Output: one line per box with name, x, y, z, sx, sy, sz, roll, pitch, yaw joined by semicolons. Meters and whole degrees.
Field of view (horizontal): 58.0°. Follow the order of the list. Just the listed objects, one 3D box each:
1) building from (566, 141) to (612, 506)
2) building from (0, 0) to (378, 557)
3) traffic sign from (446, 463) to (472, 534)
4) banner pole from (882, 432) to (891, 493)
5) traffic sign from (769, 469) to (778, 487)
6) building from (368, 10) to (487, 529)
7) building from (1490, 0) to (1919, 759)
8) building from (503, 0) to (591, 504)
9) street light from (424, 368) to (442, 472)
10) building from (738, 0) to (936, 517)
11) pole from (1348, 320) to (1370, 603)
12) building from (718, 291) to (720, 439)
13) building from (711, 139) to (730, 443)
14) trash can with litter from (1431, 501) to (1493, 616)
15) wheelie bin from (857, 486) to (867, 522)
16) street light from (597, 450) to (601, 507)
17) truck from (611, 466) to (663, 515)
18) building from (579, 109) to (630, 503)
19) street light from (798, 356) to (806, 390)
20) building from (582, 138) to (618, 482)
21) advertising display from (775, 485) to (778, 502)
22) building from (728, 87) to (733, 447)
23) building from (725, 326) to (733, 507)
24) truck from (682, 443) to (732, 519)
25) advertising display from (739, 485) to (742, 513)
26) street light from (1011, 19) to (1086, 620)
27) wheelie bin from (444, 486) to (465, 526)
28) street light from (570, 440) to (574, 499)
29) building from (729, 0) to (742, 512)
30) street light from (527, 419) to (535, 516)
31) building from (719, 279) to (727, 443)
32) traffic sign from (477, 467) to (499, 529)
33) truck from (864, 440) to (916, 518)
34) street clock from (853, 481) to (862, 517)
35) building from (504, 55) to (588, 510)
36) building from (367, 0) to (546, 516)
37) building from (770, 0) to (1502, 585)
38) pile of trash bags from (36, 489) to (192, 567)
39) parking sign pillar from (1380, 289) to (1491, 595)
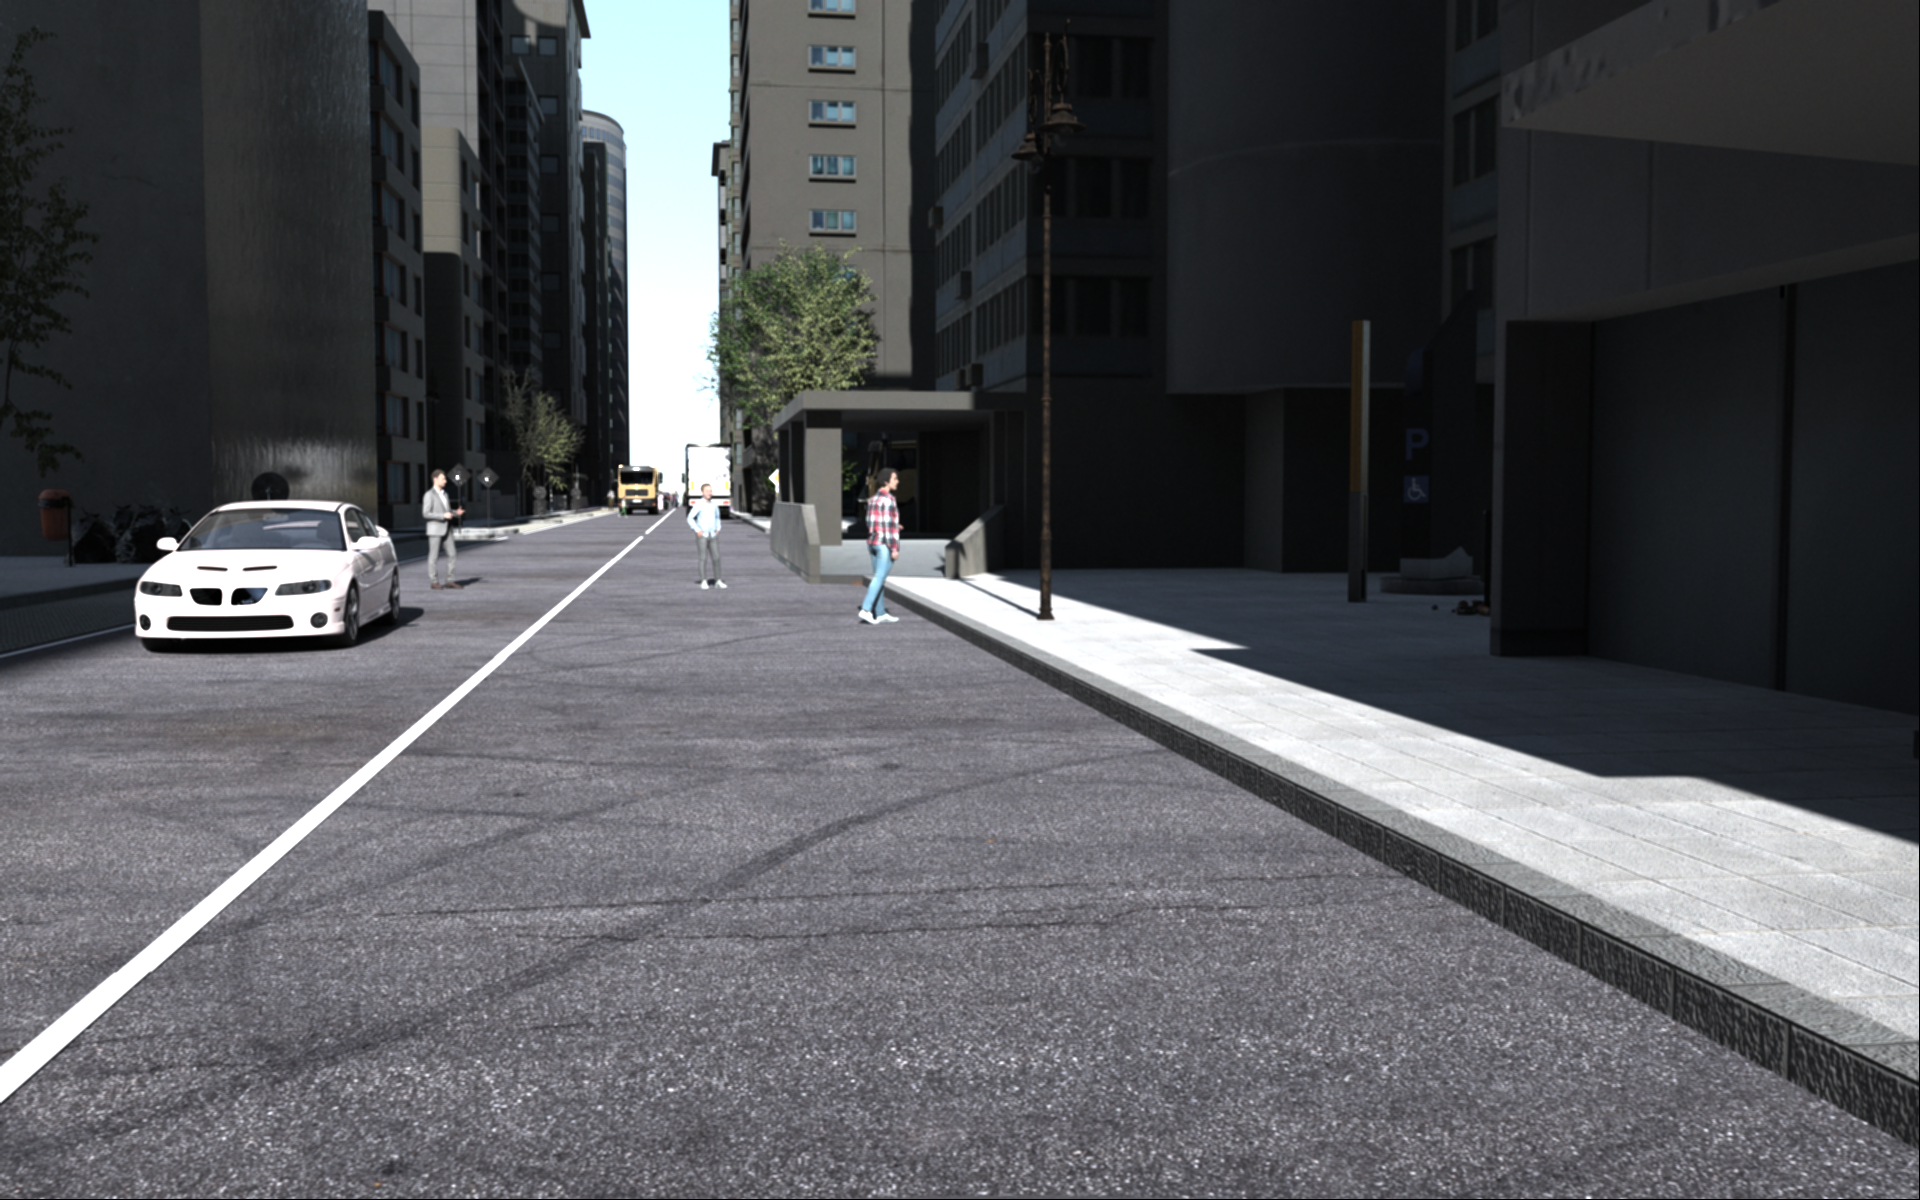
building;-46.840;-31.257;194.639;14.154;41.232;14.086;-1;4;-9
building;-33.815;-14.535;42.156;34.151;26.468;19.350;-1;4;-9
traffic sign;-16.016;-3.167;55.417;0.795;2.450;0.064;-1;4;-9
banner pole;-2.300;-3.963;54.815;0.401;3.779;0.863;1;4;22
traffic sign;-6.763;-3.747;64.901;0.795;2.450;0.064;-1;4;-9
building;-36.456;-14.030;74.422;27.650;21.520;28.899;-1;4;-9
building;17.040;-25.234;1.822;28.713;52.752;27.495;-1;4;-9
building;-51.684;-35.655;172.198;28.713;52.752;27.495;-1;4;-9
street light;-19.307;-5.554;63.595;0.468;5.910;1.993;-1;4;-9
building;-2.710;-29.600;107.663;21.300;48.544;21.600;-1;4;-9
pole;4.711;-1.627;20.438;0.158;3.312;0.155;0;3;0
building;-28.058;-40.554;282.671;23.786;49.044;30.456;-1;4;-9
building;-21.693;-40.675;254.275;28.713;52.752;27.495;-1;4;-9
trash can with litter;6.013;-0.478;18.866;1.678;1.210;2.233;2;4;30
wheelie bin;-3.580;-3.660;67.744;0.693;1.594;0.980;-3;5;-41
street light;-37.096;-12.569;178.291;0.468;5.910;1.993;-1;4;-9
truck;-22.332;-7.610;120.352;3.469;3.379;9.791;-1;4;-9
building;-61.319;-44.027;261.839;21.231;58.520;28.212;-1;4;-9
street light;-5.040;-5.130;56.663;0.468;5.910;1.993;-1;4;-9
building;-58.568;-37.477;232.363;23.786;49.044;30.456;-1;4;-9
advertising display;-7.817;-4.434;77.715;0.974;1.923;0.123;-1;4;-8
building;-9.864;-30.846;158.959;22.147;44.769;28.867;-1;4;-9
building;-11.367;-21.013;188.608;27.650;21.520;28.899;-1;4;-9
truck;-14.774;-6.866;101.174;2.839;4.237;11.283;-1;4;-10
advertising display;-14.933;-6.882;117.741;0.123;1.923;0.974;0;4;-5
street light;0.875;-2.736;17.527;0.468;5.910;1.993;-1;4;-9
wheelie bin;-20.267;-3.742;69.097;0.980;1.594;0.693;-2;4;-25
street light;-31.048;-10.155;138.819;0.468;5.910;1.993;-1;4;-9
building;-10.505;-27.473;132.786;14.154;41.232;14.086;-1;4;-9
street light;-25.540;-7.985;103.347;0.468;5.910;1.993;-1;4;-9
building;-25.242;-28.227;233.211;14.160;30.474;14.107;-1;4;-9
traffic sign;-17.236;-3.649;63.309;0.795;2.450;0.064;-1;4;-9
truck;0.638;-4.074;62.527;9.791;3.379;3.469;0;4;-7
street clock;-5.634;-5.522;94.858;0.471;2.002;0.358;-3;5;-43
building;-48.497;-27.787;146.194;32.217;40.220;23.993;-1;4;-9
building;-36.700;-40.838;105.949;20.563;71.187;20.611;-1;4;-9
building;12.467;-21.021;35.580;32.217;40.220;23.993;-1;4;-9
pile of trash bags;-15.712;-1.363;32.045;1.912;1.369;3.447;1;4;11
parking sign pillar;6.230;-2.083;22.526;1.447;3.967;1.447;3;5;40
